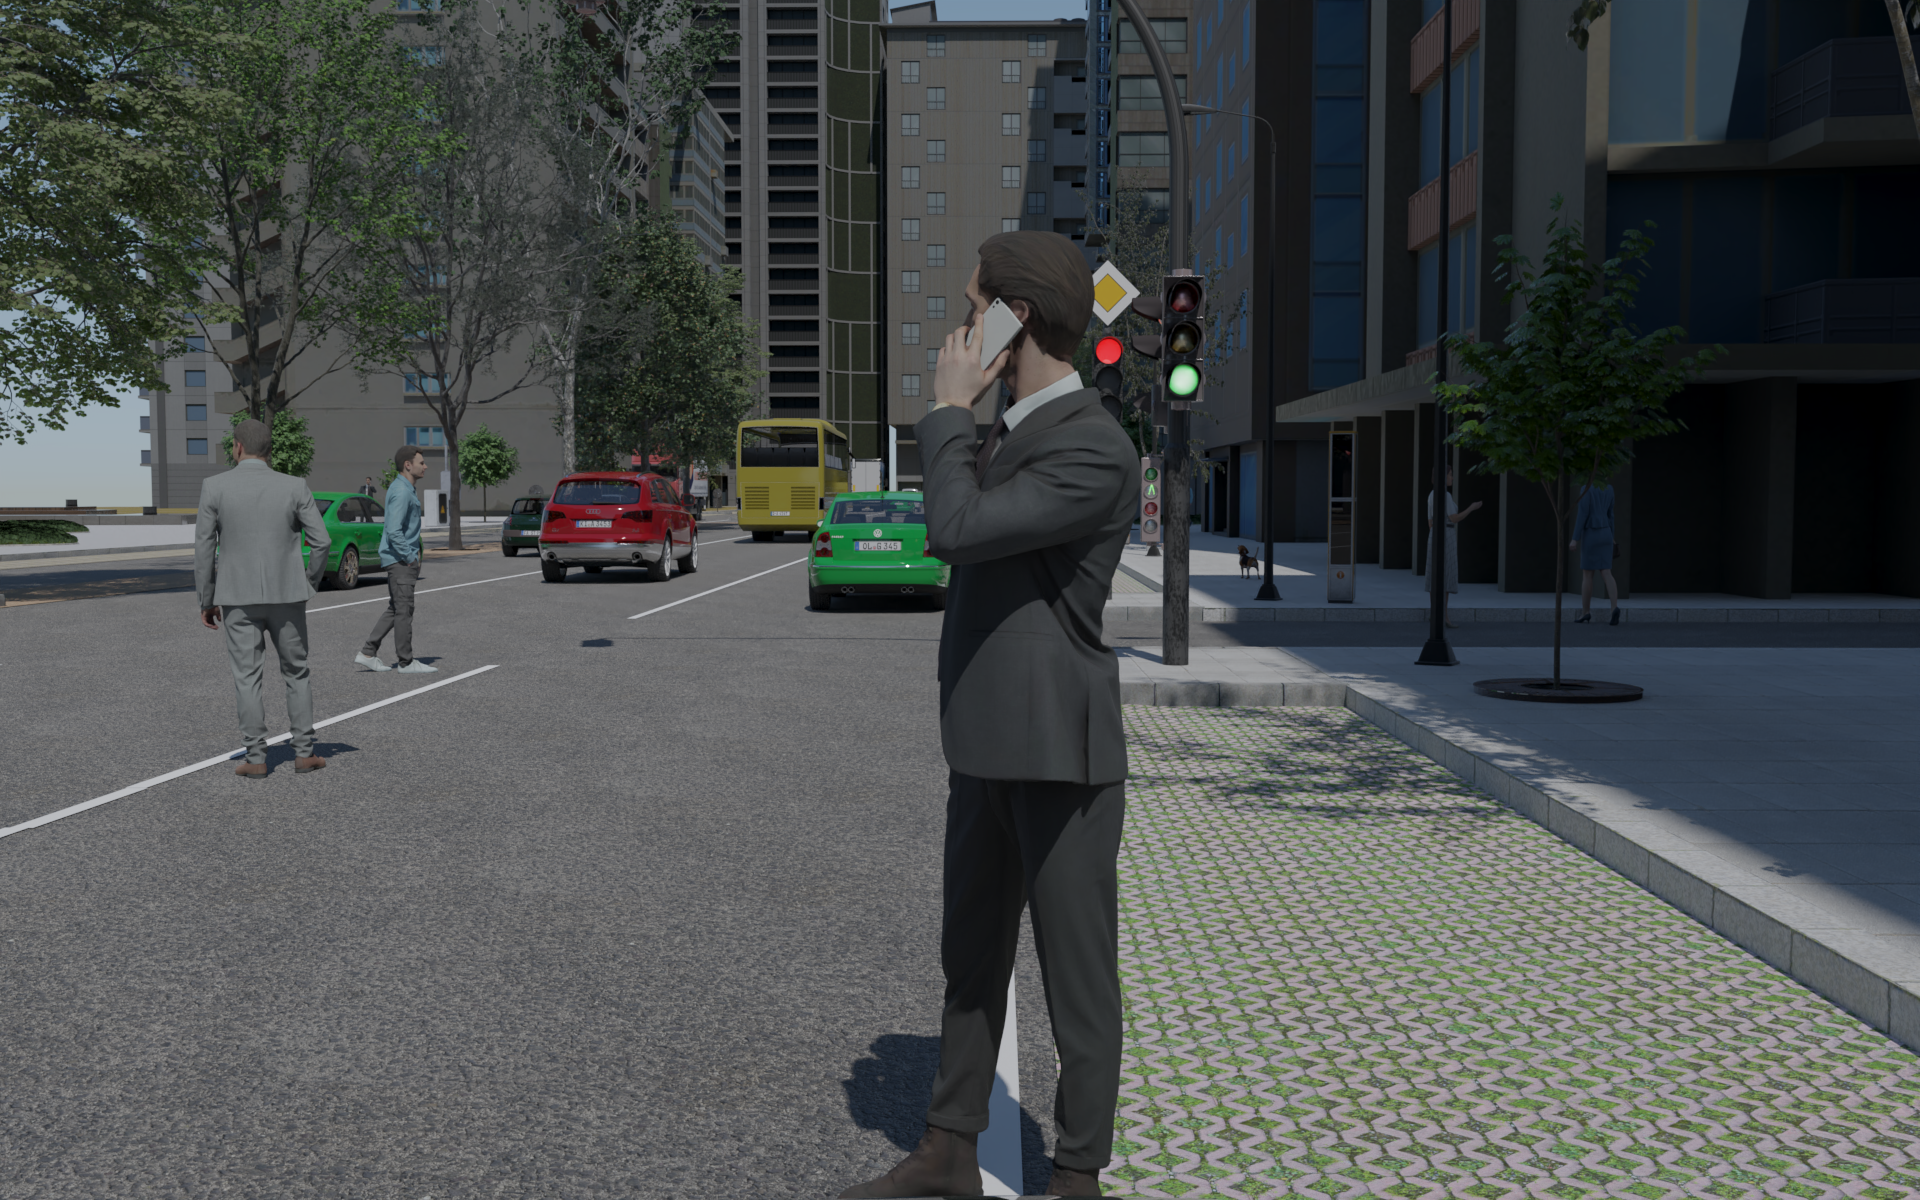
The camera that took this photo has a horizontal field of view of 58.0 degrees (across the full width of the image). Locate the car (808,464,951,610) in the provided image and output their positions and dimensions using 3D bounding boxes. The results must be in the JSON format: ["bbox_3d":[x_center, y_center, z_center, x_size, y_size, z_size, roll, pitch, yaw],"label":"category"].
[{"bbox_3d":[-0.965,-0.856,22.790,1.959,1.807,4.718,0,4,0],"label":"car"}]

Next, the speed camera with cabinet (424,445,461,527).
[{"bbox_3d":[-20.571,-4.560,68.889,0.660,3.252,2.038,1,4,11],"label":"speed camera with cabinet"}]

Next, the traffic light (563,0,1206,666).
[{"bbox_3d":[-0.497,-2.335,12.843,4.771,5.953,1.251,0,4,1],"label":"traffic light"}]

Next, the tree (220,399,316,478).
[{"bbox_3d":[-23.622,-4.624,59.322,4.285,4.588,4.351,0,3,0],"label":"tree"}]

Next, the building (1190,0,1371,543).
[{"bbox_3d":[14.628,-24.509,50.826,14.600,45.320,14.200,0,4,1],"label":"building"}]

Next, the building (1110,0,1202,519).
[{"bbox_3d":[14.263,-19.161,84.991,14.160,30.474,14.107,0,4,1],"label":"building"}]

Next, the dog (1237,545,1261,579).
[{"bbox_3d":[4.355,-0.571,26.165,0.540,0.507,0.406,3,4,36],"label":"dog"}]

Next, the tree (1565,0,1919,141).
[{"bbox_3d":[3.268,-3.383,5.680,4.360,8.622,3.978,0,3,0],"label":"tree"}]

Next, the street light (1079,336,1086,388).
[{"bbox_3d":[3.822,-4.777,50.650,1.470,5.913,1.316,0,4,1],"label":"street light"}]

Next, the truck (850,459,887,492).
[{"bbox_3d":[-7.542,-9.426,143.029,2.839,4.237,11.283,0,4,-1],"label":"truck"}]

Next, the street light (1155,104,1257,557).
[{"bbox_3d":[3.192,-2.952,20.809,1.470,5.913,1.316,0,4,1],"label":"street light"}]

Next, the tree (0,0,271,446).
[{"bbox_3d":[-13.386,-6.289,23.403,7.486,12.596,7.792,0,3,0],"label":"tree"}]

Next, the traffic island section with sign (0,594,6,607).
[{"bbox_3d":[-13.149,-0.787,20.997,2.006,1.907,1.989,0,4,1],"label":"traffic island section with sign"}]

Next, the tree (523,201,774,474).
[{"bbox_3d":[-12.285,-9.054,67.491,9.611,12.733,9.660,0,3,0],"label":"tree"}]

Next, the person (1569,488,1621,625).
[{"bbox_3d":[6.992,-0.641,19.008,0.581,1.822,0.654,0,4,-7],"label":"person"}]

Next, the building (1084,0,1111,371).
[{"bbox_3d":[19.953,-51.373,152.612,22.319,86.520,31.000,0,4,1],"label":"building"}]

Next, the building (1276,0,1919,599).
[{"bbox_3d":[20.599,-22.904,29.112,28.867,44.769,22.147,0,4,1],"label":"building"}]

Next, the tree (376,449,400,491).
[{"bbox_3d":[-23.980,-4.877,74.332,1.663,3.219,1.824,0,3,0],"label":"tree"}]

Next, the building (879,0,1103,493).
[{"bbox_3d":[5.619,-37.018,194.485,27.495,52.752,28.713,0,4,1],"label":"building"}]

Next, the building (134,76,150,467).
[{"bbox_3d":[-59.704,-37.832,160.559,28.212,58.520,21.231,0,4,1],"label":"building"}]

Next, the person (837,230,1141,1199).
[{"bbox_3d":[0.069,0.283,3.231,0.474,1.900,0.648,-1,4,-22],"label":"person"}]

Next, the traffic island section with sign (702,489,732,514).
[{"bbox_3d":[-17.292,-7.020,123.397,1.989,1.847,2.006,0,4,1],"label":"traffic island section with sign"}]

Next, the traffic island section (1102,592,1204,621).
[{"bbox_3d":[1.795,0.076,21.040,2.009,0.180,2.903,0,4,1],"label":"traffic island section"}]

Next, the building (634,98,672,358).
[{"bbox_3d":[-29.011,-21.624,125.260,14.160,30.474,14.107,0,4,1],"label":"building"}]

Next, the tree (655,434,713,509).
[{"bbox_3d":[-19.571,-10.002,113.902,4.737,8.622,4.395,0,3,0],"label":"tree"}]

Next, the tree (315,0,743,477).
[{"bbox_3d":[-13.766,-12.095,56.100,12.611,20.169,13.585,0,3,0],"label":"tree"}]

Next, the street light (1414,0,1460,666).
[{"bbox_3d":[3.058,-2.468,12.901,1.470,5.913,1.316,0,4,1],"label":"street light"}]

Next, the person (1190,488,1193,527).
[{"bbox_3d":[8.838,-3.759,67.359,0.748,1.841,0.638,-2,4,-30],"label":"person"}]

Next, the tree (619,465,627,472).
[{"bbox_3d":[-20.115,-6.607,102.624,1.663,3.219,1.824,0,3,0],"label":"tree"}]

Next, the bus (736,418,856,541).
[{"bbox_3d":[-5.150,-3.917,55.596,2.896,3.916,12.252,0,3,0],"label":"bus"}]

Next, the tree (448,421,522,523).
[{"bbox_3d":[-21.499,-5.762,77.929,4.285,4.588,4.351,0,3,0],"label":"tree"}]

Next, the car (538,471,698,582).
[{"bbox_3d":[-5.795,-1.293,29.815,2.281,1.827,5.304,0,4,-1],"label":"car"}]

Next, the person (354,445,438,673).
[{"bbox_3d":[-4.537,-0.328,13.883,0.620,1.820,0.660,-2,4,-24],"label":"person"}]

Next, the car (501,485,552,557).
[{"bbox_3d":[-9.478,-1.902,40.879,2.009,1.686,4.222,0,4,3],"label":"car"}]

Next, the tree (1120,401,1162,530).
[{"bbox_3d":[5.709,-4.789,62.011,4.285,4.588,4.351,0,3,0],"label":"tree"}]

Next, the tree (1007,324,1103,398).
[{"bbox_3d":[6.289,-11.370,104.026,7.486,12.596,7.792,0,3,0],"label":"tree"}]

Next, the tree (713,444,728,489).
[{"bbox_3d":[-19.989,-11.410,136.923,4.737,8.622,4.395,0,3,0],"label":"tree"}]

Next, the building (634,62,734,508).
[{"bbox_3d":[-33.515,-28.330,155.077,23.993,40.220,32.217,0,4,1],"label":"building"}]

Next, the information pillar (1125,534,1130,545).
[{"bbox_3d":[4.150,-2.407,43.841,0.304,2.012,0.304,1,4,10],"label":"information pillar"}]

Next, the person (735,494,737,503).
[{"bbox_3d":[-20.496,-9.312,159.075,0.721,1.735,1.217,-1,4,-14],"label":"person"}]

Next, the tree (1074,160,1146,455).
[{"bbox_3d":[4.274,-5.384,38.384,4.360,8.622,3.978,0,3,0],"label":"tree"}]

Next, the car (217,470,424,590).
[{"bbox_3d":[-9.903,-1.124,27.178,1.959,1.807,4.718,0,4,2],"label":"car"}]

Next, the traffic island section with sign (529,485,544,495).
[{"bbox_3d":[-18.256,-4.013,74.247,1.989,1.847,2.006,0,4,1],"label":"traffic island section with sign"}]

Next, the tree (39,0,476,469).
[{"bbox_3d":[-13.018,-6.361,32.216,9.928,11.665,9.643,0,3,0],"label":"tree"}]

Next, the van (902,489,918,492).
[{"bbox_3d":[-3.971,-8.054,138.700,2.013,2.044,4.112,0,4,0],"label":"van"}]

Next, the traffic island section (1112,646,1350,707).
[{"bbox_3d":[1.636,0.564,13.056,2.009,0.180,2.903,0,4,1],"label":"traffic island section"}]

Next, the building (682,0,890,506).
[{"bbox_3d":[-18.643,-46.005,190.439,20.611,71.187,20.563,0,4,1],"label":"building"}]

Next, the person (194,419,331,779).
[{"bbox_3d":[-3.541,-0.013,8.810,0.635,1.810,0.391,-2,4,-33],"label":"person"}]

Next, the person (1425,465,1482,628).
[{"bbox_3d":[5.266,-0.583,18.599,0.524,1.755,0.480,-1,4,-15],"label":"person"}]

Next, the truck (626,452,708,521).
[{"bbox_3d":[-15.004,-6.151,89.483,2.839,4.237,11.283,0,4,-1],"label":"truck"}]

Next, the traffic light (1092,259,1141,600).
[{"bbox_3d":[1.755,-1.958,20.926,0.839,4.253,0.868,0,4,1],"label":"traffic light"}]

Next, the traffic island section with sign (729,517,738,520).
[{"bbox_3d":[-11.662,-5.381,96.121,2.006,1.907,1.989,0,4,1],"label":"traffic island section with sign"}]

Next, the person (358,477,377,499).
[{"bbox_3d":[-21.536,-3.519,62.940,0.648,1.900,0.474,-3,5,-45],"label":"person"}]

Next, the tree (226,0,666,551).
[{"bbox_3d":[-12.714,-7.974,43.203,12.009,13.543,11.850,0,3,0],"label":"tree"}]

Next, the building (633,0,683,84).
[{"bbox_3d":[-43.021,-39.799,192.720,28.212,58.520,21.231,0,4,1],"label":"building"}]

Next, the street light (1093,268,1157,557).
[{"bbox_3d":[3.450,-3.852,35.518,1.470,5.913,1.316,0,4,1],"label":"street light"}]

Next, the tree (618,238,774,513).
[{"bbox_3d":[-12.108,-9.513,76.125,7.486,12.596,7.792,0,3,0],"label":"tree"}]

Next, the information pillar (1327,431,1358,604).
[{"bbox_3d":[4.494,-0.970,20.350,0.304,2.012,0.304,1,4,18],"label":"information pillar"}]

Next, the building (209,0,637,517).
[{"bbox_3d":[-32.867,-29.553,106.900,21.300,48.544,21.600,0,4,1],"label":"building"}]

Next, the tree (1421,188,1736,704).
[{"bbox_3d":[3.819,-1.012,11.145,1.663,3.219,1.824,0,3,0],"label":"tree"}]
